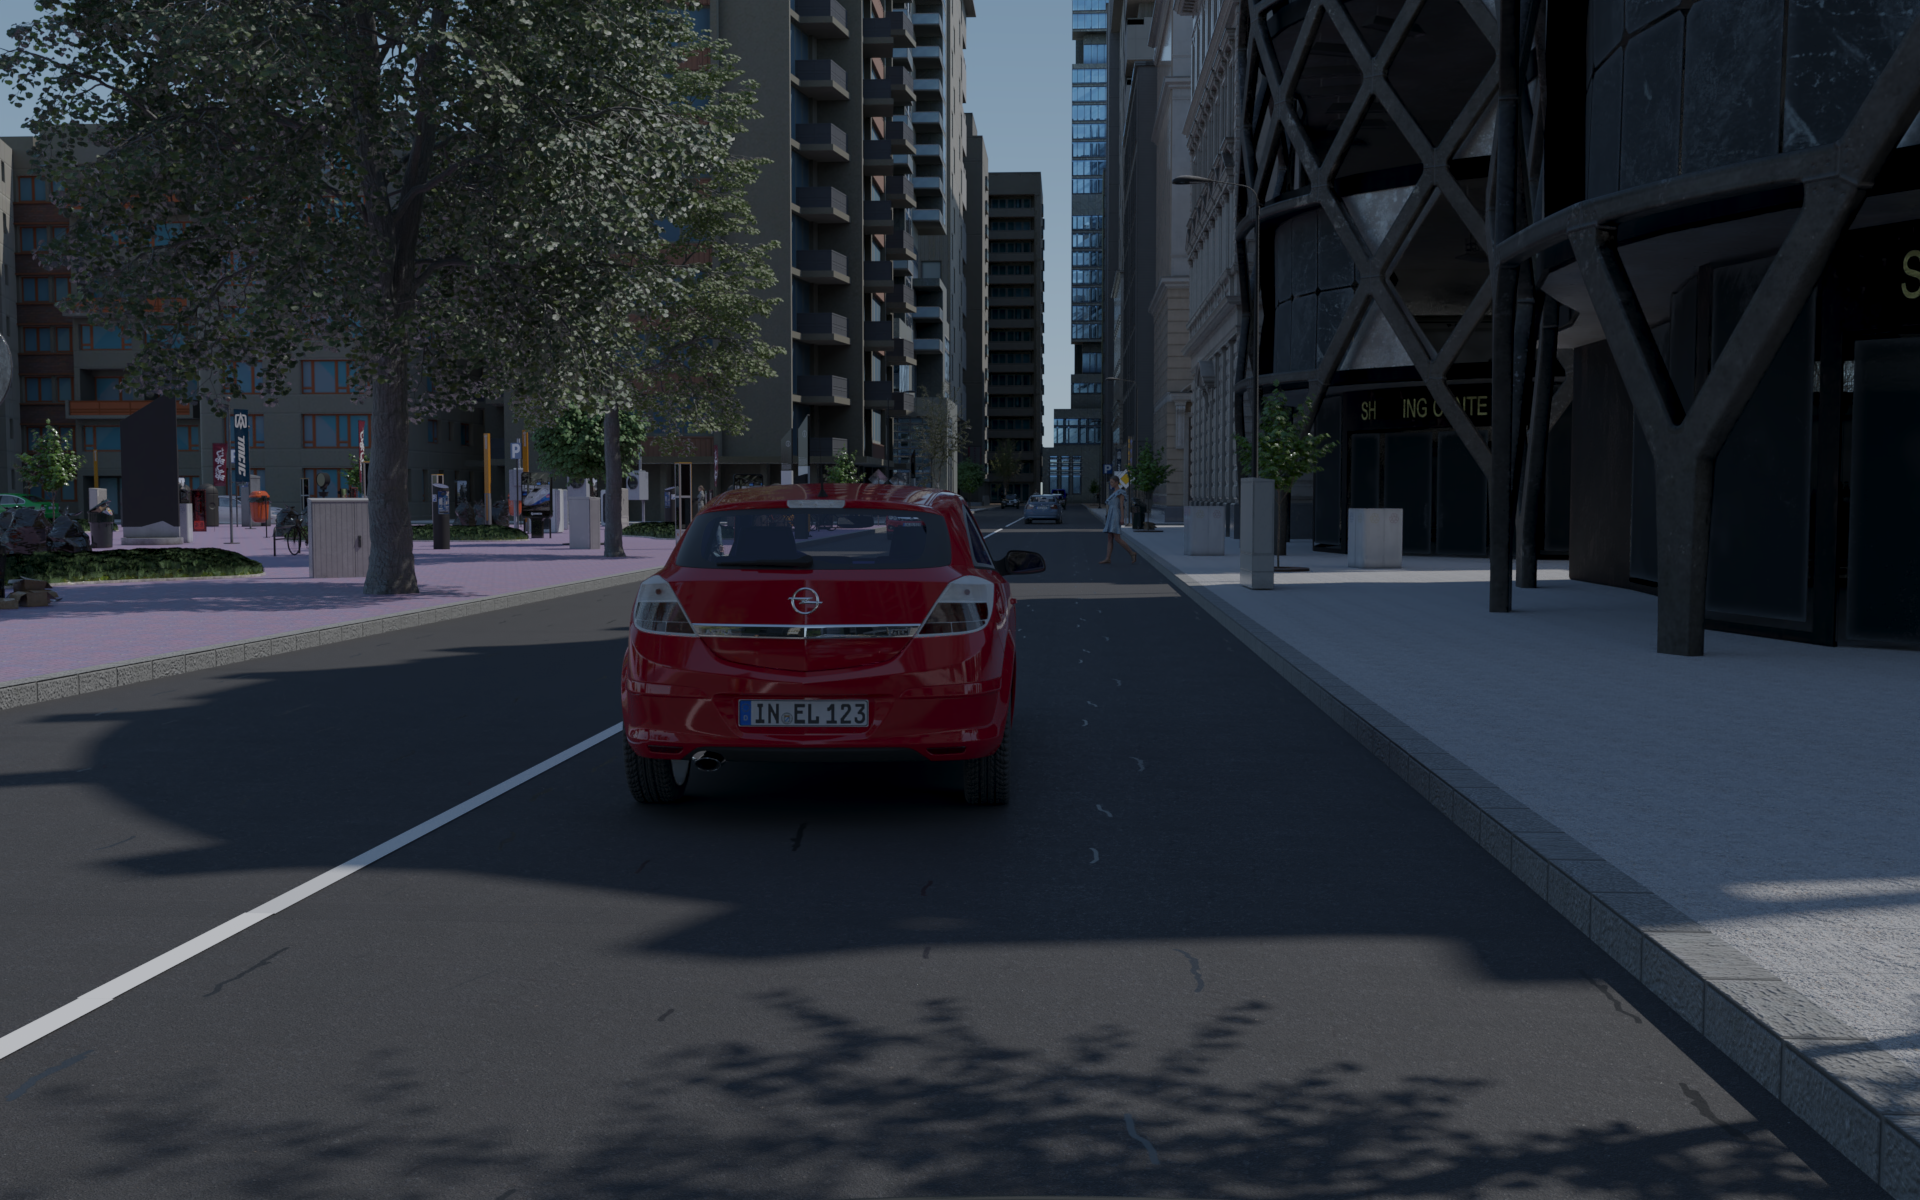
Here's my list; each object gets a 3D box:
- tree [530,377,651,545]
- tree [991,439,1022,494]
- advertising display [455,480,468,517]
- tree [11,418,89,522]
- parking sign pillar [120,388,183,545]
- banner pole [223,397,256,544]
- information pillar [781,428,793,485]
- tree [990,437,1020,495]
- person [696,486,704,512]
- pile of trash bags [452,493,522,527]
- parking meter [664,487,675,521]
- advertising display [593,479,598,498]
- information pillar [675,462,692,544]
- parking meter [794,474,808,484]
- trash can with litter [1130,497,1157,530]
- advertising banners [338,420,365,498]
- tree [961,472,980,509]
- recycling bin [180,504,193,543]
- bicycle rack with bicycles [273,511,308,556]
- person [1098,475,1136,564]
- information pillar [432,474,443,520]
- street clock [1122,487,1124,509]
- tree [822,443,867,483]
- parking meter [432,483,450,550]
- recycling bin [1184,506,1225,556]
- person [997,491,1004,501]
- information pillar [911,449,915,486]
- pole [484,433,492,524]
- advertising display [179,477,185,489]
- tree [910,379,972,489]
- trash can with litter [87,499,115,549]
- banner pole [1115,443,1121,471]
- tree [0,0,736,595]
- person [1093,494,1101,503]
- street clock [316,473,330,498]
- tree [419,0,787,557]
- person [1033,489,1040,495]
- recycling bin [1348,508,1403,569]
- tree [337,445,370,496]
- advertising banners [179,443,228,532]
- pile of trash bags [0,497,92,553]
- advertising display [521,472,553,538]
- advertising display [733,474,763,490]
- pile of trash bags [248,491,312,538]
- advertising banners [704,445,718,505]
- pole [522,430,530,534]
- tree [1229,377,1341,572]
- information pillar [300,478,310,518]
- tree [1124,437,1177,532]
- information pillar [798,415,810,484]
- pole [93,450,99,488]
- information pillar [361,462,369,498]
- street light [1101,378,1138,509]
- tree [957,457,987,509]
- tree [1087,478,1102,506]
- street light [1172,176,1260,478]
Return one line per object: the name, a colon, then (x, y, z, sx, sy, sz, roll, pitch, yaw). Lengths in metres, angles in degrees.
tree: (-9.392, -3.677, 43.837, 4.285, 4.588, 4.351, 0, 3, 0)
tree: (6.204, -16.914, 226.903, 4.360, 8.622, 3.978, 0, 3, 0)
advertising display: (-22.646, -4.492, 78.657, 0.123, 1.923, 0.974, 1, 4, 12)
tree: (-23.266, -3.028, 44.113, 1.663, 3.219, 1.824, 0, 3, 0)
parking sign pillar: (-20.493, -3.385, 43.821, 1.447, 3.967, 1.447, -1, 4, -21)
banner pole: (-18.688, -3.349, 44.780, 0.401, 3.779, 0.863, 2, 4, 26)
information pillar: (-6.134, -4.294, 61.568, 0.504, 3.616, 0.183, 2, 4, 33)
tree: (5.674, -16.513, 220.346, 4.737, 8.622, 4.395, 0, 3, 0)
person: (-11.208, -3.993, 74.054, 0.573, 1.790, 0.520, -1, 4, -11)
pile of trash bags: (-18.243, -3.538, 67.598, 3.447, 1.369, 1.912, 3, 4, 37)
parking meter: (-9.850, -3.086, 58.865, 0.372, 1.533, 0.369, 0, 3, 0)
advertising display: (-13.698, -3.574, 63.641, 0.123, 1.923, 0.974, 3, 4, 36)
information pillar: (-6.458, -2.199, 40.448, 0.304, 2.012, 0.304, -2, 4, -30)
parking meter: (-4.546, -2.671, 49.387, 0.399, 1.863, 0.255, 0, 4, 8)
trash can with litter: (6.630, -3.111, 62.258, 0.624, 1.170, 1.055, -3, 5, -45)
advertising banners: (-14.115, -2.697, 40.285, 0.090, 3.025, 2.074, 0, 4, -2)
tree: (1.000, -9.413, 148.496, 1.663, 3.219, 1.824, 0, 3, 0)
recycling bin: (-20.641, -2.021, 45.596, 0.722, 1.027, 0.722, -1, 4, -16)
bicycle rack with bicycles: (-13.221, -1.434, 36.833, 2.852, 0.926, 2.925, 0, 4, -4)
person: (3.218, -1.646, 35.500, 0.778, 1.811, 0.616, 0, 4, -5)
information pillar: (-19.520, -3.686, 64.752, 0.304, 2.012, 0.304, 2, 4, 30)
street clock: (7.452, -4.604, 79.845, 0.358, 2.002, 0.471, -1, 4, -15)
tree: (-4.222, -4.293, 64.789, 1.663, 3.219, 1.824, 0, 3, 0)
parking meter: (-12.043, -1.944, 40.200, 0.372, 1.533, 0.369, 0, 3, 0)
recycling bin: (5.115, -1.451, 36.280, 0.722, 1.027, 0.722, 0, 4, -5)
person: (5.694, -13.851, 234.599, 1.348, 1.869, 0.705, 2, 4, 25)
information pillar: (-2.459, -6.107, 91.200, 0.183, 3.616, 0.504, -1, 4, -22)
pole: (-15.919, -3.946, 58.365, 0.158, 3.312, 0.155, 0, 3, 0)
advertising display: (-28.818, -3.593, 63.959, 0.123, 1.923, 0.974, 0, 4, -6)
tree: (-1.358, -9.837, 111.204, 4.360, 8.622, 3.978, 0, 3, 0)
trash can with litter: (-20.518, -1.801, 40.838, 1.055, 1.170, 0.624, -1, 4, -17)
banner pole: (7.697, -5.783, 84.571, 0.401, 3.779, 0.863, -1, 4, -20)
tree: (-7.303, -7.062, 22.123, 9.857, 13.997, 8.962, 0, 3, 0)
person: (18.504, -13.646, 232.428, 1.217, 1.723, 0.721, 1, 4, 13)
street clock: (-21.545, -3.308, 58.649, 0.471, 2.002, 0.358, 2, 4, 32)
tree: (-7.510, -7.152, 35.065, 7.486, 12.596, 7.792, 0, 3, 0)
person: (5.631, -7.313, 128.266, 0.606, 1.804, 0.583, -1, 4, -14)
recycling bin: (7.213, -1.073, 30.099, 0.722, 1.027, 0.722, -1, 4, -11)
tree: (-23.452, -4.513, 68.389, 1.663, 3.219, 1.824, 0, 3, 0)
advertising banners: (-25.952, -3.836, 58.901, 2.074, 3.025, 0.090, -2, 4, -23)
pile of trash bags: (-16.990, -1.258, 30.316, 1.912, 1.369, 3.447, 1, 4, 14)
advertising display: (-12.273, -2.755, 50.259, 0.974, 1.923, 0.123, 1, 4, 17)
advertising display: (-6.763, -3.065, 55.324, 0.974, 1.923, 0.123, -2, 4, -24)
pile of trash bags: (-19.846, -2.581, 51.953, 1.912, 1.369, 3.447, 2, 4, 27)
advertising banners: (-8.930, -4.034, 62.138, 0.090, 3.025, 2.074, -1, 4, -21)
pole: (-13.855, -3.757, 55.273, 0.158, 3.312, 0.155, 0, 3, 0)
tree: (5.235, -2.104, 29.000, 1.663, 3.219, 1.824, 0, 3, 0)
information pillar: (-30.228, -4.616, 79.958, 0.304, 2.012, 0.304, -3, 5, -41)
tree: (6.251, -3.910, 58.524, 1.663, 3.219, 1.824, 0, 3, 0)
information pillar: (-4.625, -3.679, 51.505, 0.183, 3.616, 0.504, -3, 5, -41)
pole: (-39.645, -5.240, 79.515, 0.158, 3.312, 0.155, 0, 3, 0)
information pillar: (-13.363, -2.125, 39.234, 0.304, 2.012, 0.304, -2, 4, -28)
street light: (6.505, -5.911, 69.181, 1.470, 5.913, 1.316, 0, 4, 4)
tree: (0.706, -10.263, 151.506, 4.285, 4.588, 4.351, 0, 3, 0)
tree: (14.867, -12.152, 193.278, 1.663, 3.219, 1.824, 0, 3, 0)
street light: (3.790, -3.233, 25.400, 1.470, 5.913, 1.316, 0, 4, 4)
